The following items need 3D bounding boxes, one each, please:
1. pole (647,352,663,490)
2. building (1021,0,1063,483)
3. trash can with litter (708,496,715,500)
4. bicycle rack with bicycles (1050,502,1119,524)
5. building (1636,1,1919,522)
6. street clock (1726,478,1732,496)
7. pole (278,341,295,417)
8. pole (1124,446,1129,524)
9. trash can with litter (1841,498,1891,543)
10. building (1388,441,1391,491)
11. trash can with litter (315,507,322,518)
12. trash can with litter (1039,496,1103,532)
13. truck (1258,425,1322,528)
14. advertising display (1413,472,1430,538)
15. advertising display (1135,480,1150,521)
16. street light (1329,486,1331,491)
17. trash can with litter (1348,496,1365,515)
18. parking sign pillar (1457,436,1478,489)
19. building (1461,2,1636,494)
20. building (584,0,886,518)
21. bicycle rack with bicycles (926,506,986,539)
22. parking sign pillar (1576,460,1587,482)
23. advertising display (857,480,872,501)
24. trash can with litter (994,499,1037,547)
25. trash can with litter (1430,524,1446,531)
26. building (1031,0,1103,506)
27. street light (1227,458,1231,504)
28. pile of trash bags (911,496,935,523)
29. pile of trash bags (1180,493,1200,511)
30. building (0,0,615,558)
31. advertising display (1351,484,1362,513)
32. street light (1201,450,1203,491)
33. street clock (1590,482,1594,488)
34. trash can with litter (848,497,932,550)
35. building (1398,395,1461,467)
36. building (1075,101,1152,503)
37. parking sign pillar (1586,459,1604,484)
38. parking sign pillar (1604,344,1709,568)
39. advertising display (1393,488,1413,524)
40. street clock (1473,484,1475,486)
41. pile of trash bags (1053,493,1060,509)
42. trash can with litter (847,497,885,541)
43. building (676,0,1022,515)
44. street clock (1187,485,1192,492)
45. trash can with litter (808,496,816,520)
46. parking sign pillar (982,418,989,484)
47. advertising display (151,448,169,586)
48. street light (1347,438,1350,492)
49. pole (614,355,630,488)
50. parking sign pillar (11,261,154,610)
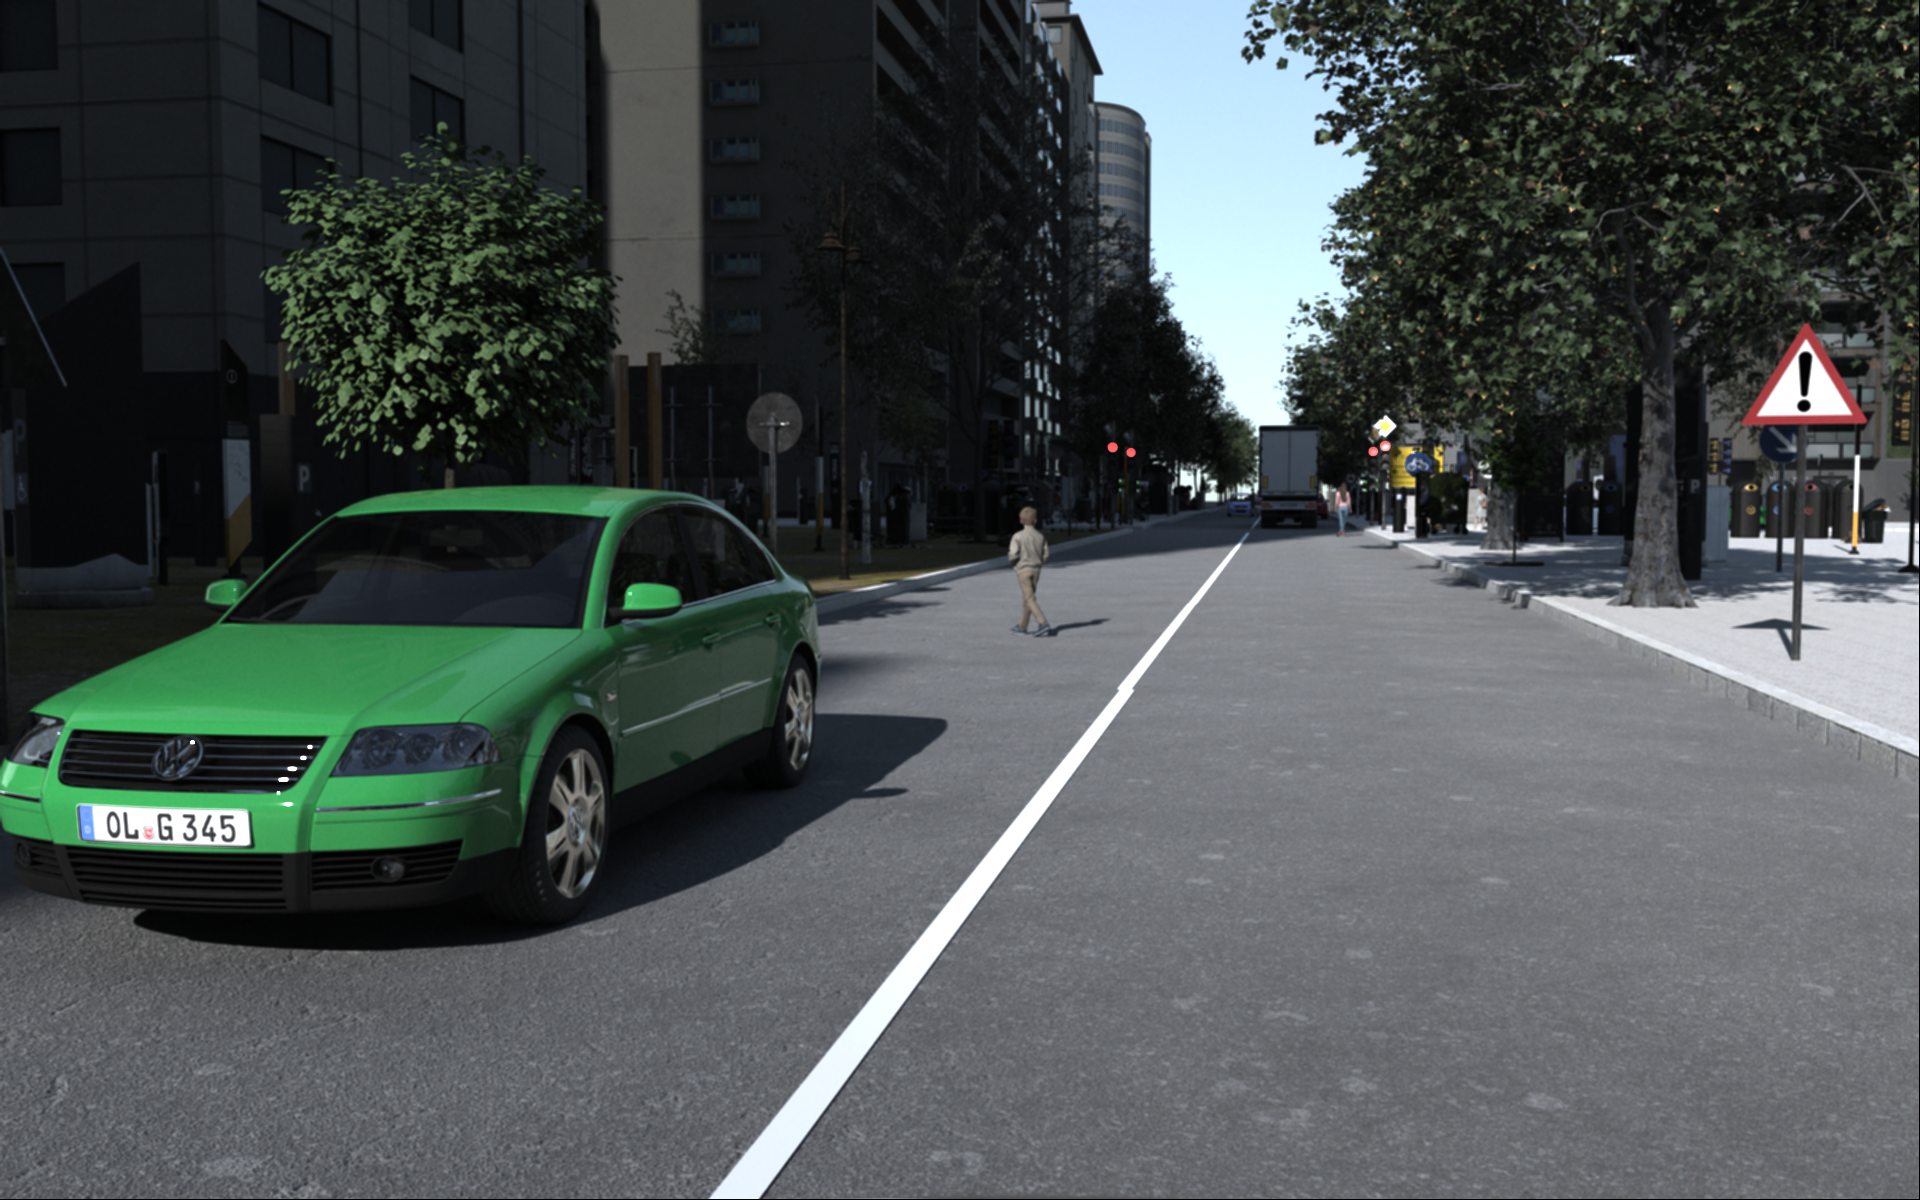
[{"bbox_3d":[-4.404,-1.908,25.044,0.158,3.312,0.155,0,3,0],"label":"pole"},{"bbox_3d":[-2.518,-33.305,164.153,23.786,49.044,30.456,1,4,10],"label":"building"},{"bbox_3d":[-11.857,-4.268,80.841,1.678,1.210,2.233,1,4,20],"label":"trash can with litter"},{"bbox_3d":[5.297,-3.789,75.327,2.925,0.926,2.852,1,4,18],"label":"bicycle rack with bicycles"},{"bbox_3d":[41.524,-24.520,84.491,14.086,41.232,14.154,1,4,10],"label":"building"},{"bbox_3d":[35.023,-4.551,78.984,0.358,2.002,0.471,2,4,24],"label":"street clock"},{"bbox_3d":[-9.030,-1.801,23.294,0.158,3.312,0.155,0,3,0],"label":"pole"},{"bbox_3d":[7.059,-4.871,73.476,0.158,3.312,0.155,0,3,0],"label":"pole"},{"bbox_3d":[23.629,-2.066,45.173,1.055,1.170,0.624,0,4,0],"label":"trash can with litter"},{"bbox_3d":[82.287,-40.406,284.333,21.300,48.544,21.600,1,4,10],"label":"building"},{"bbox_3d":[-13.839,-1.504,35.977,0.624,1.170,1.055,1,4,23],"label":"trash can with litter"},{"bbox_3d":[3.822,-2.925,58.880,2.233,1.210,1.678,0,4,4],"label":"trash can with litter"},{"bbox_3d":[14.488,-5.331,76.070,2.839,4.237,11.283,1,4,11],"label":"truck"},{"bbox_3d":[13.543,-2.784,50.730,0.123,1.923,0.974,2,4,32],"label":"advertising display"},{"bbox_3d":[8.577,-4.660,81.408,0.123,1.923,0.974,3,5,42],"label":"advertising display"},{"bbox_3d":[30.998,-10.556,145.386,0.468,5.910,1.993,1,4,10],"label":"street light"},{"bbox_3d":[23.866,-5.688,104.384,1.055,1.170,0.624,-1,4,-8],"label":"trash can with litter"},{"bbox_3d":[22.791,-5.495,78.314,1.447,3.967,1.447,1,4,8],"label":"parking sign pillar"},{"bbox_3d":[59.869,-51.779,159.259,22.319,86.520,31.000,1,4,10],"label":"building"},{"bbox_3d":[-13.100,-29.278,102.392,21.300,48.544,21.600,1,4,10],"label":"building"},{"bbox_3d":[-0.573,-2.221,49.699,2.925,0.926,2.852,-1,4,-15],"label":"bicycle rack with bicycles"},{"bbox_3d":[35.694,-6.776,99.254,1.447,3.967,1.447,2,4,35],"label":"parking sign pillar"},{"bbox_3d":[-4.264,-4.429,77.620,0.123,1.923,0.974,2,4,32],"label":"advertising display"},{"bbox_3d":[1.342,-1.883,42.180,1.055,1.170,0.624,2,4,26],"label":"trash can with litter"},{"bbox_3d":[16.985,-3.022,60.803,1.055,1.170,0.624,-2,4,-32],"label":"trash can with litter"},{"bbox_3d":[0.362,-36.922,192.916,28.713,52.752,27.495,1,4,10],"label":"building"},{"bbox_3d":[35.583,-15.646,228.592,0.468,5.910,1.993,1,4,10],"label":"street light"},{"bbox_3d":[-1.711,-4.074,76.368,1.912,1.369,3.447,-3,5,-41],"label":"pile of trash bags"},{"bbox_3d":[17.850,-7.742,136.326,1.912,1.369,3.447,0,4,3],"label":"pile of trash bags"},{"bbox_3d":[-22.798,-37.083,44.553,20.611,71.187,20.563,1,4,10],"label":"building"},{"bbox_3d":[26.436,-6.777,116.020,0.974,1.923,0.123,1,4,12],"label":"advertising display"},{"bbox_3d":[20.684,-10.701,147.747,0.468,5.910,1.993,1,4,10],"label":"street light"},{"bbox_3d":[36.697,-5.893,100.924,0.471,2.002,0.358,-2,4,-30],"label":"street clock"},{"bbox_3d":[-1.734,-1.823,40.869,2.233,1.210,1.678,-1,4,-9],"label":"trash can with litter"},{"bbox_3d":[80.467,-41.002,259.627,28.713,52.752,27.495,1,4,10],"label":"building"},{"bbox_3d":[16.870,-43.856,259.042,21.231,58.520,28.212,1,4,10],"label":"building"},{"bbox_3d":[21.862,-4.203,57.186,1.447,3.967,1.447,-2,4,-29],"label":"parking sign pillar"},{"bbox_3d":[12.474,-2.575,30.580,1.447,3.967,1.447,-3,5,-43],"label":"parking sign pillar"},{"bbox_3d":[18.959,-4.202,73.919,0.974,1.923,0.123,-1,4,-13],"label":"advertising display"},{"bbox_3d":[35.845,-7.143,121.361,0.358,2.002,0.471,-3,5,-43],"label":"street clock"},{"bbox_3d":[6.133,-7.754,136.523,3.447,1.369,1.912,0,4,-1],"label":"pile of trash bags"},{"bbox_3d":[-2.597,-2.227,47.798,0.624,1.170,1.055,3,5,40],"label":"trash can with litter"},{"bbox_3d":[-7.392,-31.051,131.385,21.300,48.544,21.600,1,4,10],"label":"building"},{"bbox_3d":[19.039,-8.527,143.979,0.471,2.002,0.358,3,4,37],"label":"street clock"},{"bbox_3d":[-7.343,-4.463,84.353,0.624,1.170,1.055,3,5,41],"label":"trash can with litter"},{"bbox_3d":[0.783,-4.446,61.163,1.447,3.967,1.447,0,4,-1],"label":"parking sign pillar"},{"bbox_3d":[-11.344,-1.184,24.571,0.123,1.923,0.974,-2,4,-30],"label":"advertising display"},{"bbox_3d":[23.945,-8.206,106.952,0.468,5.910,1.993,1,4,10],"label":"street light"},{"bbox_3d":[-4.969,-1.937,25.510,0.158,3.312,0.155,0,3,0],"label":"pole"},{"bbox_3d":[-10.069,-1.917,19.811,1.447,3.967,1.447,3,5,41],"label":"parking sign pillar"}]
